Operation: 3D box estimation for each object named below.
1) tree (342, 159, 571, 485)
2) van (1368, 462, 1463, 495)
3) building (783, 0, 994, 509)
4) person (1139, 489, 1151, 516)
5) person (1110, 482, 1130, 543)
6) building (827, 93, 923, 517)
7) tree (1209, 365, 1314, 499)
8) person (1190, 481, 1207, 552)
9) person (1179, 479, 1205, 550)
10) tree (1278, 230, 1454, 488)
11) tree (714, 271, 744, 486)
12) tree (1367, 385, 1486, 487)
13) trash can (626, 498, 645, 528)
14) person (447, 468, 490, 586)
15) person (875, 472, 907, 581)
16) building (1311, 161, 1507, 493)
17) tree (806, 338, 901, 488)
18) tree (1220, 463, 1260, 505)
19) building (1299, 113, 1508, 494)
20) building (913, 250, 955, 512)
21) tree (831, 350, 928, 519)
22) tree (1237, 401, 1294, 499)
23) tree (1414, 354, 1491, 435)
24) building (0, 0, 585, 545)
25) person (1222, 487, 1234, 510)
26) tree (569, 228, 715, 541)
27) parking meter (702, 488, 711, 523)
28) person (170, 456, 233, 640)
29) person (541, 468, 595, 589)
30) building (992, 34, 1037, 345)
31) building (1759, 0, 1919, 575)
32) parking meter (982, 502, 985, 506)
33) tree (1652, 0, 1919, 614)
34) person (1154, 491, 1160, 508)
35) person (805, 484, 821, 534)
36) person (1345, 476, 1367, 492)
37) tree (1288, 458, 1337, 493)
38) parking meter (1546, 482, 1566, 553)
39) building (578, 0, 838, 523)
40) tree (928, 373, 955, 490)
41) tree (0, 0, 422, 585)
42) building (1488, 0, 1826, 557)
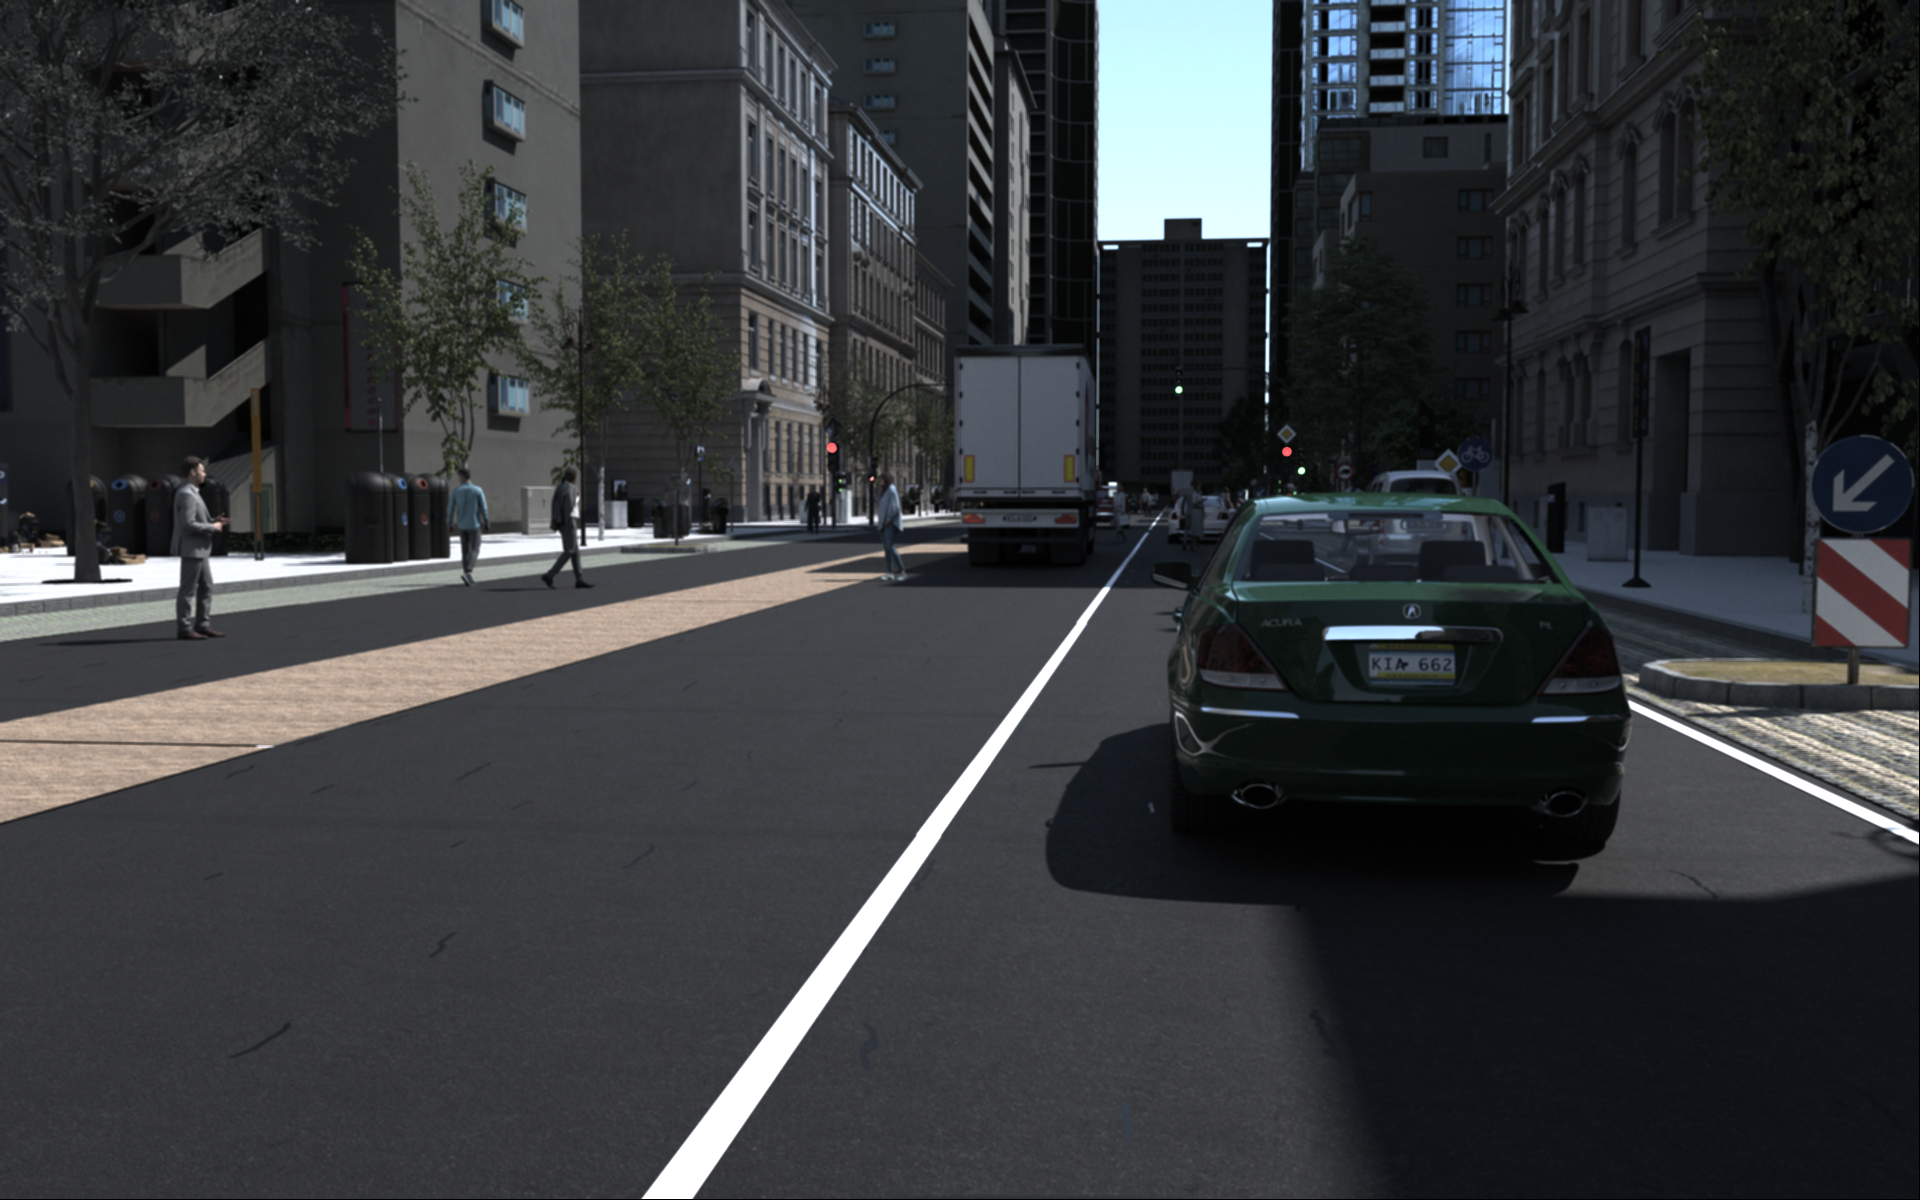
[{"bbox_3d":[-10.979,-5.319,37.333,4.737,8.622,4.395,0,3,0],"label":"tree"},{"bbox_3d":[8.224,-1.517,31.815,2.013,2.044,4.112,0,4,7],"label":"van"},{"bbox_3d":[-8.636,-32.704,158.410,21.300,48.544,21.600,0,4,7],"label":"building"},{"bbox_3d":[12.079,-6.374,113.205,0.782,1.767,0.515,2,4,30],"label":"person"},{"bbox_3d":[4.721,-2.568,50.843,0.624,1.780,0.694,-1,4,-23],"label":"person"},{"bbox_3d":[-10.214,-19.006,108.018,12.463,27.353,25.104,0,4,7],"label":"building"},{"bbox_3d":[22.632,-11.753,126.568,8.767,10.594,7.601,1,4,16],"label":"tree"},{"bbox_3d":[6.006,-2.091,43.251,0.524,1.755,0.480,2,4,30],"label":"person"},{"bbox_3d":[5.984,-2.204,44.661,0.709,1.813,0.853,1,4,19],"label":"person"},{"bbox_3d":[17.519,-9.594,74.985,7.486,12.596,7.792,0,3,0],"label":"tree"},{"bbox_3d":[-8.453,-6.271,52.897,4.737,8.622,4.395,0,3,0],"label":"tree"},{"bbox_3d":[13.965,-4.180,52.055,4.285,4.588,4.351,0,3,0],"label":"tree"},{"bbox_3d":[-12.205,-3.275,65.192,0.748,1.137,0.748,0,3,0],"label":"trash can"},{"bbox_3d":[-7.761,-1.151,27.175,0.638,1.841,0.748,1,4,9],"label":"person"},{"bbox_3d":[-1.144,-1.225,28.792,0.793,1.790,0.793,3,4,37],"label":"person"},{"bbox_3d":[36.713,-15.959,105.975,27.650,21.520,28.899,0,4,7],"label":"building"},{"bbox_3d":[-5.222,-8.037,81.767,4.360,8.622,3.978,0,3,0],"label":"tree"},{"bbox_3d":[32.338,-13.487,204.227,4.285,4.588,4.351,0,3,0],"label":"tree"},{"bbox_3d":[34.573,-22.259,135.642,14.160,30.474,14.107,0,4,7],"label":"building"},{"bbox_3d":[-7.493,-18.047,131.220,11.583,22.565,21.152,0,4,7],"label":"building"},{"bbox_3d":[-4.468,-8.443,88.403,4.737,8.622,4.395,0,3,0],"label":"tree"},{"bbox_3d":[24.373,-11.372,136.286,4.737,8.622,4.395,0,3,0],"label":"tree"},{"bbox_3d":[25.363,-8.569,90.472,4.360,8.622,3.978,0,3,0],"label":"tree"},{"bbox_3d":[-25.518,-26.256,52.986,21.600,48.544,21.300,0,4,7],"label":"building"},{"bbox_3d":[12.570,-4.450,81.845,0.643,1.750,0.593,-2,4,-35],"label":"person"},{"bbox_3d":[-10.115,-5.950,47.647,4.737,8.622,4.395,0,3,0],"label":"tree"},{"bbox_3d":[-11.008,-4.089,75.259,0.372,1.533,0.369,0,3,0],"label":"parking meter"},{"bbox_3d":[-7.480,-0.514,17.104,0.583,1.804,0.606,-2,4,-28],"label":"person"},{"bbox_3d":[-5.927,-1.077,26.207,0.850,1.850,0.679,-2,4,-28],"label":"person"},{"bbox_3d":[-5.777,-37.773,206.820,27.495,52.752,28.713,0,4,7],"label":"building"},{"bbox_3d":[21.243,-9.635,24.977,16.820,18.784,16.811,0,4,7],"label":"building"},{"bbox_3d":[1.950,-7.982,136.211,0.399,1.863,0.255,-3,5,-41],"label":"parking meter"},{"bbox_3d":[9.166,-4.142,18.088,4.737,8.622,4.395,0,3,0],"label":"tree"},{"bbox_3d":[20.838,-10.640,183.398,0.756,1.711,0.436,-1,4,-14],"label":"person"},{"bbox_3d":[-5.191,-3.196,61.168,0.576,1.772,0.534,-1,4,-12],"label":"person"},{"bbox_3d":[8.073,-1.640,35.587,0.793,1.790,0.793,0,4,2],"label":"person"},{"bbox_3d":[16.918,-5.400,82.888,1.663,3.219,1.824,0,3,0],"label":"tree"},{"bbox_3d":[13.003,-1.797,37.788,0.372,1.533,0.369,0,3,0],"label":"parking meter"},{"bbox_3d":[-14.477,-18.337,85.708,13.634,28.700,20.117,0,4,7],"label":"building"},{"bbox_3d":[-1.739,-9.369,103.551,4.737,8.622,4.395,0,3,0],"label":"tree"},{"bbox_3d":[-12.746,-6.988,24.622,12.009,13.543,11.850,0,3,0],"label":"tree"},{"bbox_3d":[22.676,-15.759,45.057,14.401,28.519,23.554,0,4,7],"label":"building"}]
